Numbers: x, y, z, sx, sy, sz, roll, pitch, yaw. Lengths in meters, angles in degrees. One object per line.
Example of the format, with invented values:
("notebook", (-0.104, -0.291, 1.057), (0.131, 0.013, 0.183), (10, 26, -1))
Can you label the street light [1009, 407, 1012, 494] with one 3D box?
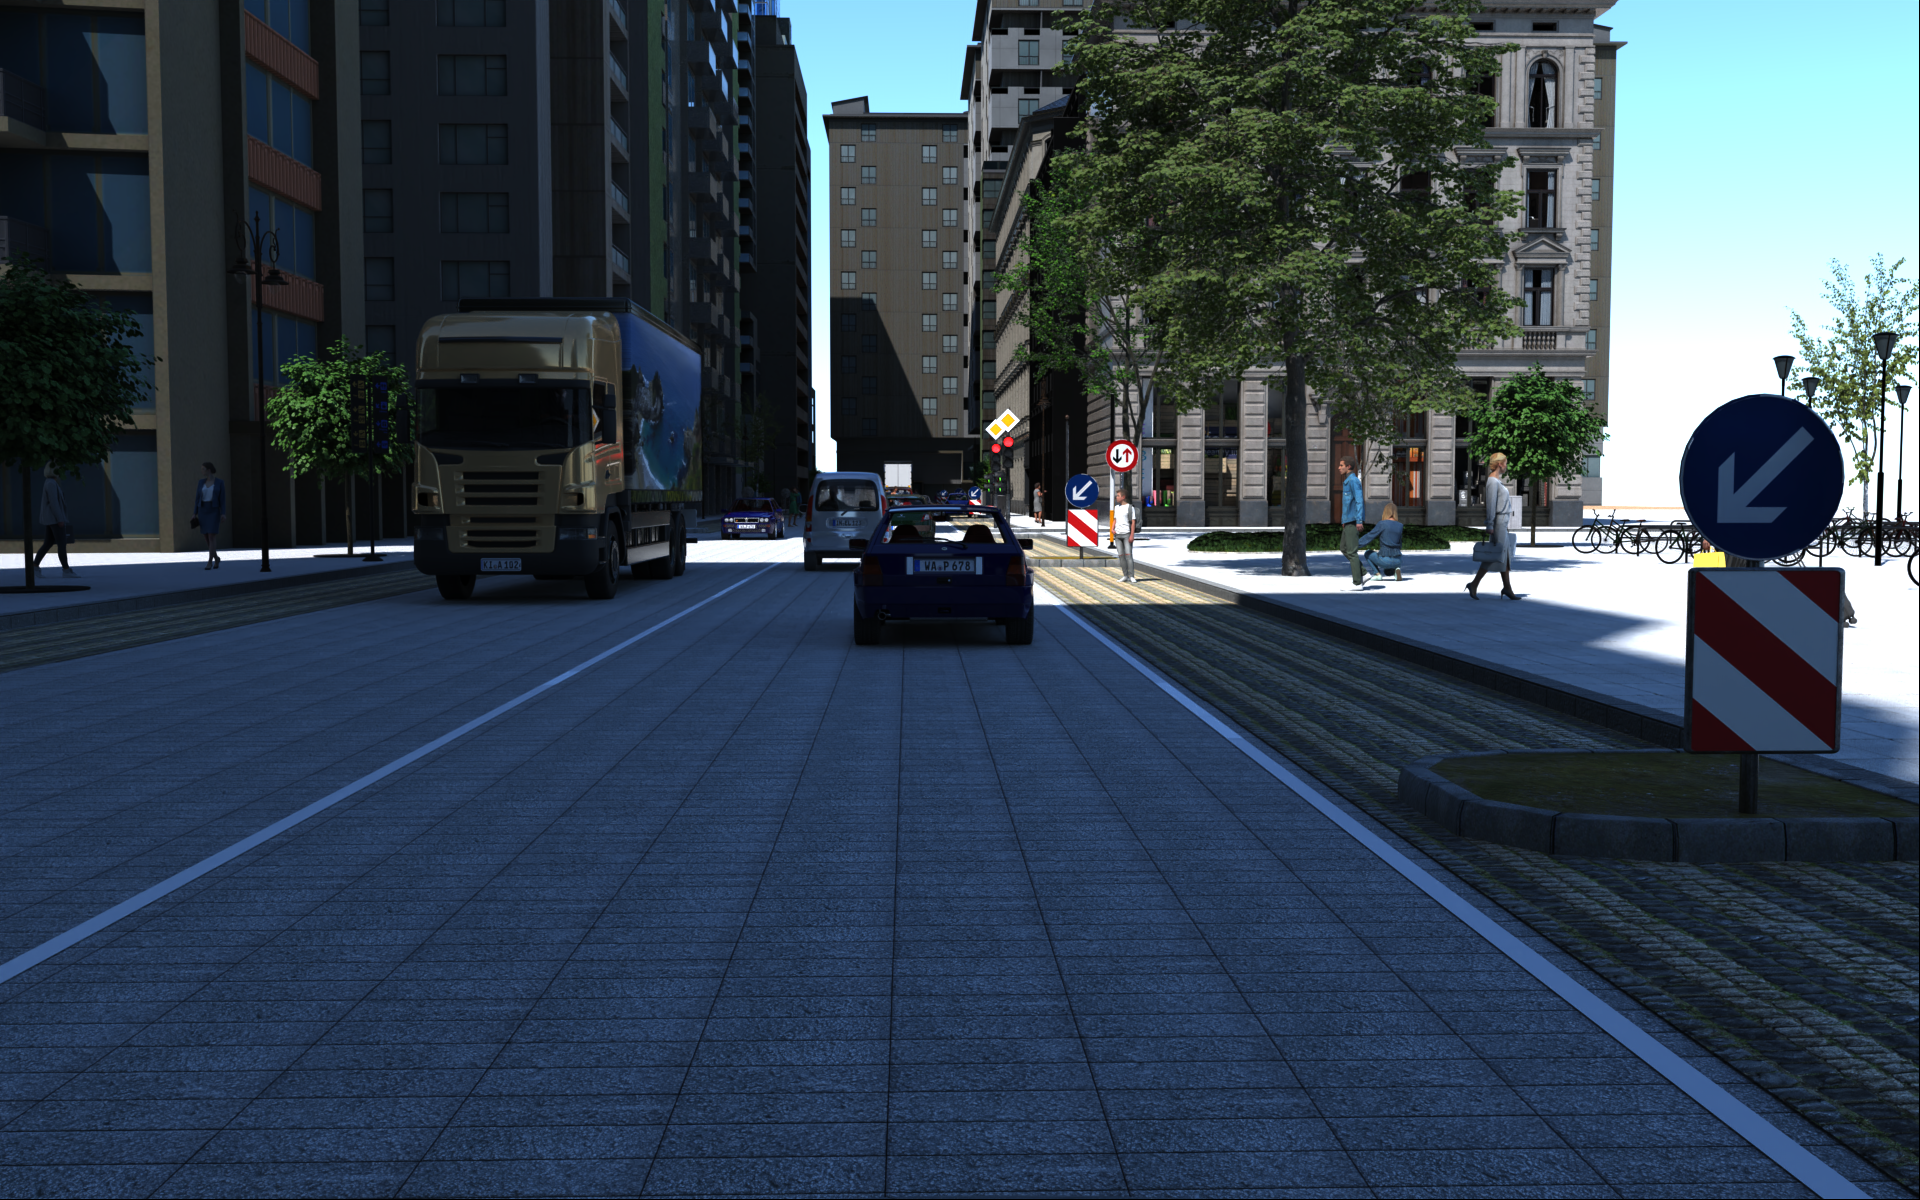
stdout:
("street light", (2.611, -7.289, 91.967), (0.468, 5.910, 1.993), (0, 4, -2))

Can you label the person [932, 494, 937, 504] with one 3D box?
("person", (-2.991, -12.248, 211.979), (0.991, 1.433, 0.599), (1, 4, 10))

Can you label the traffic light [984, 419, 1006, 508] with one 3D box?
("traffic light", (1.316, -4.640, 64.785), (0.839, 4.253, 0.868), (0, 4, -2))

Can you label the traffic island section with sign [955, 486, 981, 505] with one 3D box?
("traffic island section with sign", (0.633, -4.955, 89.642), (1.989, 1.847, 2.006), (0, 4, -2))

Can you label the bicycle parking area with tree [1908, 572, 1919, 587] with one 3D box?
("bicycle parking area with tree", (16.871, -2.133, 21.873), (8.231, 4.147, 9.016), (-2, 4, -27))

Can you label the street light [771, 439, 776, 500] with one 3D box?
("street light", (-14.620, -10.000, 136.285), (0.468, 5.910, 1.993), (0, 4, -2))

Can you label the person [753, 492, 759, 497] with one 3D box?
("person", (-15.738, -7.749, 132.752), (0.660, 1.820, 0.620), (1, 4, 8))

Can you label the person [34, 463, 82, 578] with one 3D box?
("person", (-13.877, -1.240, 26.502), (0.728, 1.800, 0.709), (-2, 4, -27))

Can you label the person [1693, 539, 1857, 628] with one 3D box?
("person", (7.856, -0.639, 16.709), (1.509, 1.804, 0.699), (1, 4, 10))

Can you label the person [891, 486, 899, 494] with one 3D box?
("person", (-3.095, -4.478, 81.816), (0.616, 1.811, 0.778), (-2, 4, -35))

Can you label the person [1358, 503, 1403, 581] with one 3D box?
("person", (6.200, -0.864, 25.661), (1.012, 1.151, 0.738), (-1, 4, -9))

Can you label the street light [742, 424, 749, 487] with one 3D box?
("street light", (-13.900, -8.531, 112.270), (0.468, 5.910, 1.993), (0, 4, -2))

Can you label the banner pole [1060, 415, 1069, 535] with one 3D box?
("banner pole", (3.428, -3.987, 55.202), (0.401, 3.779, 0.863), (1, 4, 9))

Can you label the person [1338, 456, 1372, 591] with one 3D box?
("person", (5.236, -1.014, 22.961), (0.444, 1.785, 0.601), (1, 4, 20))

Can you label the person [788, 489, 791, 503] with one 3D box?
("person", (-15.486, -9.182, 156.617), (0.568, 1.767, 0.683), (3, 5, 45))

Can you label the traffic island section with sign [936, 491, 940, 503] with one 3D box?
("traffic island section with sign", (-1.666, -9.703, 167.264), (1.989, 1.847, 2.006), (0, 4, -2))

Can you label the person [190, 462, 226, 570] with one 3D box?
("person", (-12.733, -1.433, 29.493), (0.581, 1.822, 0.654), (1, 4, 14))

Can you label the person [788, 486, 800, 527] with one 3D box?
("person", (-7.364, -4.132, 76.307), (0.529, 1.795, 0.600), (-2, 4, -26))

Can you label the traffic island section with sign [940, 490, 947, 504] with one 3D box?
("traffic island section with sign", (-0.163, -6.603, 116.586), (1.989, 1.847, 2.006), (0, 4, -2))

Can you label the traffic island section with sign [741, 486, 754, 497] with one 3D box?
("traffic island section with sign", (-10.883, -4.925, 89.159), (1.989, 1.847, 2.006), (0, 4, -2))

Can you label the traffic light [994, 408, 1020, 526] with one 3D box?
("traffic light", (1.552, -4.152, 56.803), (0.839, 4.253, 0.868), (0, 4, -2))

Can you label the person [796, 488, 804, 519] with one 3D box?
("person", (-9.297, -5.604, 100.461), (0.444, 1.785, 0.601), (0, 4, 1))

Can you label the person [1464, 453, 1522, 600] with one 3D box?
("person", (6.474, -0.893, 21.002), (0.624, 1.780, 0.694), (2, 4, 32))

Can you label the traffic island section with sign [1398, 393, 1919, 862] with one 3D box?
("traffic island section with sign", (3.052, 0.060, 7.643), (1.989, 1.847, 2.006), (0, 4, -2))

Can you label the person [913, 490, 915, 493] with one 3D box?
("person", (-4.846, -10.576, 181.432), (0.705, 1.821, 1.348), (1, 4, 14))

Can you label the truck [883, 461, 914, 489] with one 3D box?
("truck", (-5.438, -10.006, 152.505), (2.839, 4.237, 11.283), (0, 4, -2))

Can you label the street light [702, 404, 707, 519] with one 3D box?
("street light", (-13.186, -7.094, 88.767), (0.468, 5.910, 1.993), (0, 4, -2))

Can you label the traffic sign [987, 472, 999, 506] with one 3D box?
("traffic sign", (1.937, -6.222, 101.835), (0.768, 2.556, 0.104), (0, 4, 2))

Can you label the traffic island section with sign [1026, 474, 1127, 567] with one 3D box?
("traffic island section with sign", (2.255, -1.588, 34.587), (1.989, 1.847, 2.006), (0, 4, -2))

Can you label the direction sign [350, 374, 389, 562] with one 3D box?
("direction sign", (-11.228, -2.508, 33.008), (0.379, 3.537, 0.876), (2, 4, 30))

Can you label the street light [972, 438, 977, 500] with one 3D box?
("street light", (1.211, -10.203, 139.610), (0.468, 5.910, 1.993), (0, 4, -2))

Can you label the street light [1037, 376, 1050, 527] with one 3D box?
("street light", (3.279, -5.832, 68.135), (0.468, 5.910, 1.993), (0, 4, -2))

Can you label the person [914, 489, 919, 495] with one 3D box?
("person", (-3.155, -6.815, 120.206), (0.573, 1.790, 0.520), (2, 4, 33))

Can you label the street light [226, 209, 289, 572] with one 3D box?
("street light", (-11.472, -3.404, 28.438), (0.468, 5.910, 1.993), (0, 4, -2))

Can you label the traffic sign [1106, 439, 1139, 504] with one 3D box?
("traffic sign", (3.767, -2.459, 40.305), (0.768, 2.556, 0.104), (0, 4, 3))

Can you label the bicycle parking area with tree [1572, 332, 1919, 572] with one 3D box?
("bicycle parking area with tree", (16.596, -2.843, 33.481), (9.016, 4.147, 8.231), (1, 4, 20))

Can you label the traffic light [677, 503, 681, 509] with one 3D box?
("traffic light", (-10.440, -4.618, 64.423), (0.839, 4.253, 0.868), (0, 4, -2))

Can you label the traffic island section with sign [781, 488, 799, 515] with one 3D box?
("traffic island section with sign", (-11.712, -6.625, 116.950), (1.989, 1.847, 2.006), (0, 4, -2))

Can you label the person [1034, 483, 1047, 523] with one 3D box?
("person", (3.531, -4.257, 76.009), (0.532, 1.782, 0.716), (-1, 4, -18))

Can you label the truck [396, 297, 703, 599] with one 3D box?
("truck", (-5.954, -2.328, 26.974), (2.839, 4.237, 11.283), (0, 4, -1))

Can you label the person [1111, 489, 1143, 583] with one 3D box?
("person", (2.695, -1.035, 28.016), (0.503, 1.515, 0.523), (1, 4, 12))

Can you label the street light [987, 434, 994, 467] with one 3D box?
("street light", (2.006, -8.723, 115.407), (0.468, 5.910, 1.993), (0, 4, -2))
